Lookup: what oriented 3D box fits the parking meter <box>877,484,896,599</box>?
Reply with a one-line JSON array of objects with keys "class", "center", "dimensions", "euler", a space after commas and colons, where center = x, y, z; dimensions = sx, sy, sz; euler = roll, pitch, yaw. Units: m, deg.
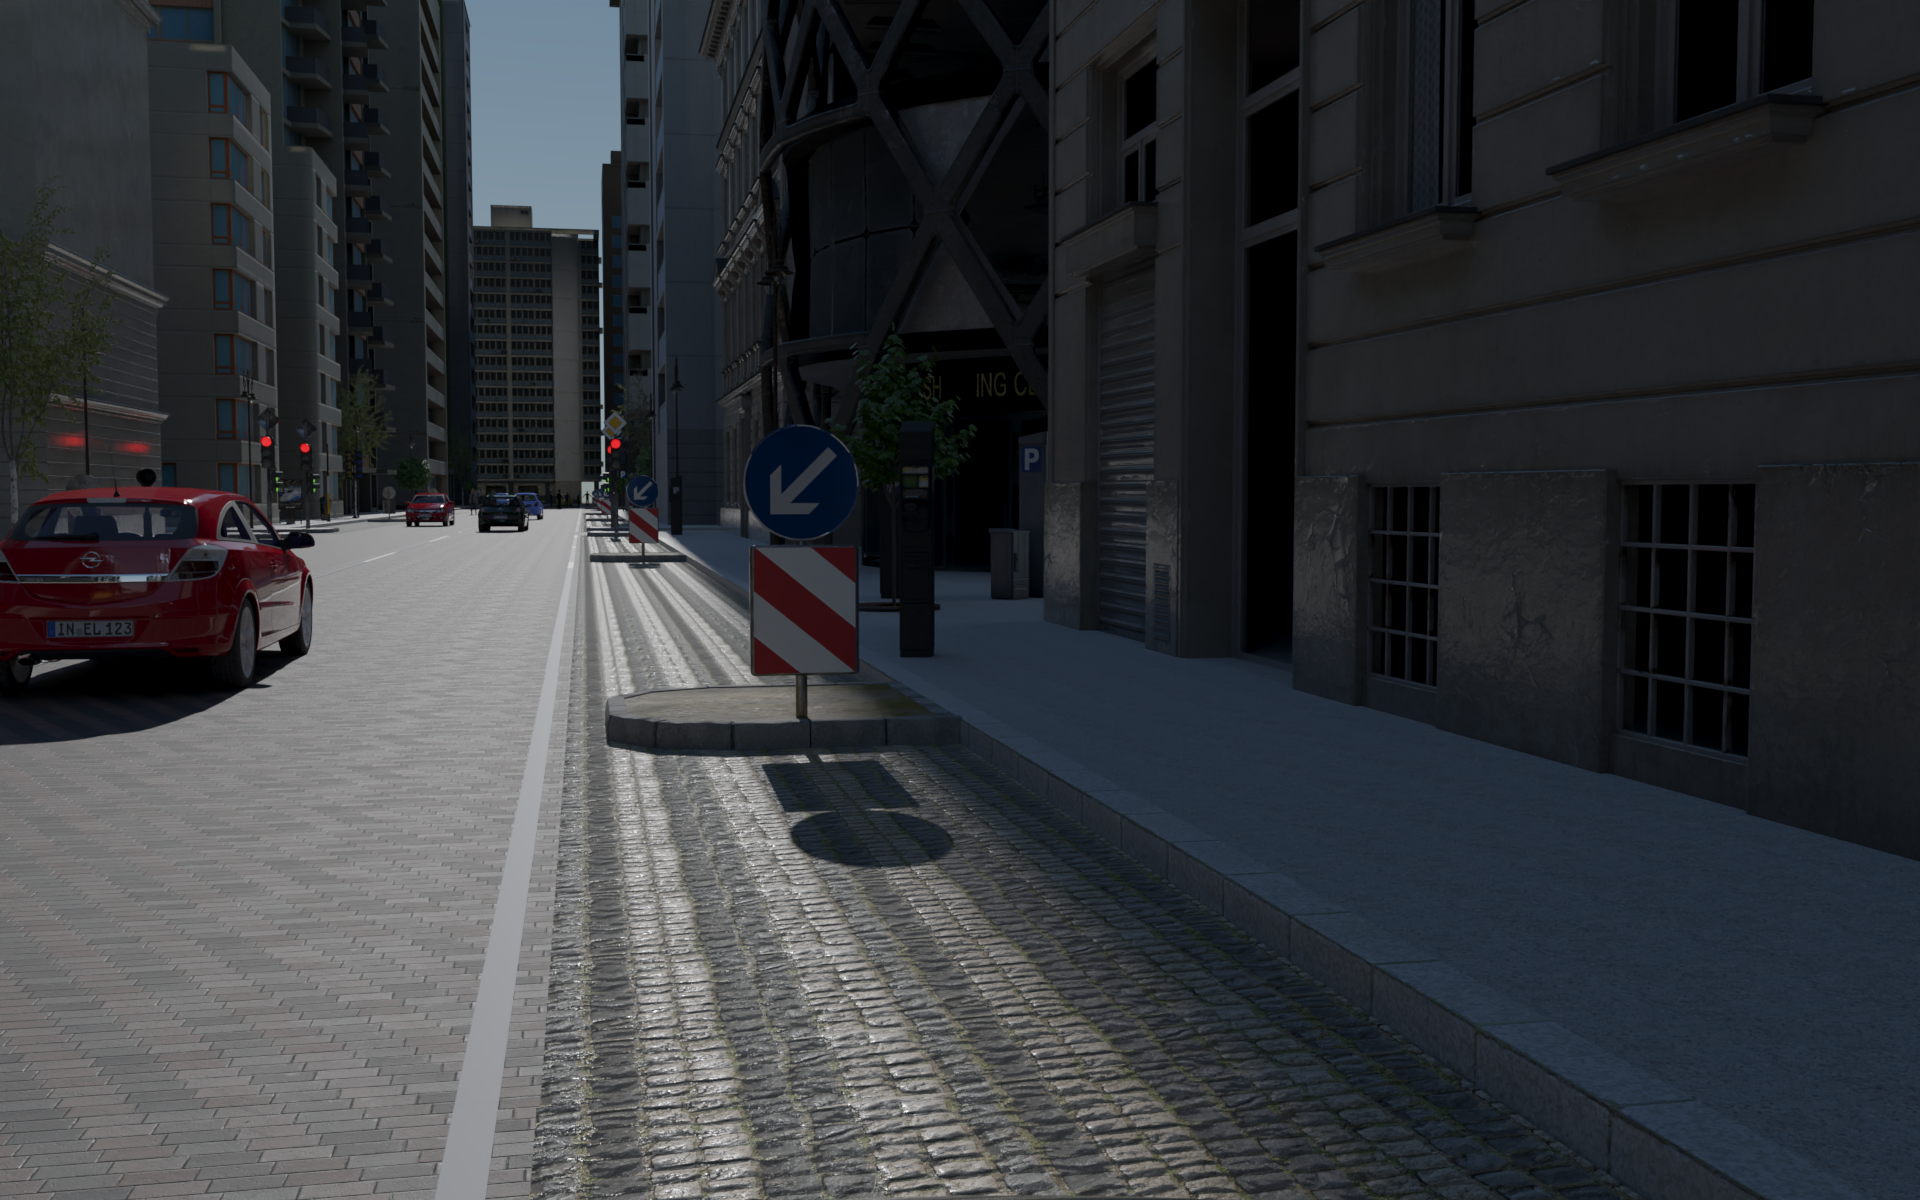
[{"class": "parking meter", "center": [-0.800, -0.952, 21.284], "dimensions": [0.399, 1.863, 0.255], "euler": [1, 4, 15]}]

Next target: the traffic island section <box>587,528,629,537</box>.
[{"class": "traffic island section", "center": [-11.657, -2.240, 58.902], "dimensions": [2.009, 0.180, 2.903], "euler": [-1, 4, -12]}]

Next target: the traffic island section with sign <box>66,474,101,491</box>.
[{"class": "traffic island section with sign", "center": [-17.351, -1.560, 34.137], "dimensions": [1.989, 1.847, 2.006], "euler": [-1, 4, -12]}]

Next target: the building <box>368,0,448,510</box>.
[{"class": "building", "center": [-55.086, -31.874, 144.838], "dimensions": [21.300, 48.544, 21.600], "euler": [-1, 4, -12]}]

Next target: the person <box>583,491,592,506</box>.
[{"class": "person", "center": [-45.354, -12.378, 210.835], "dimensions": [1.348, 1.831, 0.705], "euler": [-2, 4, -32]}]

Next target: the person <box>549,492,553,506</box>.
[{"class": "person", "center": [-47.991, -11.844, 202.950], "dimensions": [0.742, 1.727, 0.445], "euler": [3, 4, 38]}]

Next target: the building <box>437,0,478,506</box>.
[{"class": "building", "center": [-70.246, -40.092, 197.495], "dimensions": [28.212, 58.520, 21.231], "euler": [-1, 4, -12]}]

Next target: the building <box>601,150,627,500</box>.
[{"class": "building", "center": [-40.057, -35.462, 229.915], "dimensions": [14.200, 45.320, 14.600], "euler": [-1, 4, -12]}]

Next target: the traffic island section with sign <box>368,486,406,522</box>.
[{"class": "traffic island section with sign", "center": [-29.223, -4.900, 88.741], "dimensions": [1.989, 1.847, 2.006], "euler": [-1, 4, -12]}]

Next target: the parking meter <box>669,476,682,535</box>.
[{"class": "parking meter", "center": [-8.914, -2.972, 54.310], "dimensions": [0.399, 1.863, 0.255], "euler": [-1, 4, -10]}]

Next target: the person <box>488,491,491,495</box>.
[{"class": "person", "center": [-50.110, -10.746, 184.911], "dimensions": [1.217, 1.743, 0.721], "euler": [-1, 4, -18]}]

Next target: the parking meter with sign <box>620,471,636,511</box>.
[{"class": "parking meter with sign", "center": [-24.959, -8.243, 131.031], "dimensions": [0.543, 3.016, 1.738], "euler": [2, 4, 25]}]

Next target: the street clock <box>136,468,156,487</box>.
[{"class": "street clock", "center": [-22.867, -2.700, 48.714], "dimensions": [0.358, 2.002, 0.471], "euler": [3, 5, 42]}]

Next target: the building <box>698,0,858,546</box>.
[{"class": "building", "center": [-1.678, -11.395, 50.937], "dimensions": [10.561, 19.102, 19.286], "euler": [-1, 4, -12]}]

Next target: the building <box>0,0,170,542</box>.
[{"class": "building", "center": [-40.411, -13.819, 45.018], "dimensions": [34.723, 24.649, 14.460], "euler": [-1, 4, -12]}]

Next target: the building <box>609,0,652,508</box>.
[{"class": "building", "center": [-17.967, -35.117, 163.399], "dimensions": [28.713, 52.752, 27.495], "euler": [-1, 4, -12]}]

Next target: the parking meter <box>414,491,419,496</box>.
[{"class": "parking meter", "center": [-43.113, -7.890, 137.405], "dimensions": [0.372, 1.533, 0.369], "euler": [0, 3, 0]}]

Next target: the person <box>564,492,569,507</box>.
[{"class": "person", "center": [-43.052, -10.978, 189.460], "dimensions": [0.415, 1.643, 0.593], "euler": [2, 4, 29]}]

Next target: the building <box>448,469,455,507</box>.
[{"class": "building", "center": [-59.624, -44.432, 164.720], "dimensions": [20.563, 71.187, 20.611], "euler": [-1, 4, -12]}]

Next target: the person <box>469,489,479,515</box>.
[{"class": "person", "center": [-33.238, -6.722, 118.585], "dimensions": [0.709, 1.800, 0.728], "euler": [1, 4, 8]}]

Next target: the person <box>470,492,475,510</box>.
[{"class": "person", "center": [-43.318, -8.851, 154.023], "dimensions": [0.445, 1.727, 0.742], "euler": [0, 4, 4]}]

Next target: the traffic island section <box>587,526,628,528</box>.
[{"class": "traffic island section", "center": [-13.354, -2.717, 66.706], "dimensions": [2.009, 0.180, 2.903], "euler": [-1, 4, -12]}]

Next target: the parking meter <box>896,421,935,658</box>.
[{"class": "parking meter", "center": [-0.339, -0.487, 13.679], "dimensions": [0.255, 1.863, 0.399], "euler": [0, 4, 3]}]

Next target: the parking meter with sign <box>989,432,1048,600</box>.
[{"class": "parking meter with sign", "center": [1.065, -1.550, 21.596], "dimensions": [0.543, 3.016, 1.738], "euler": [3, 5, 39]}]

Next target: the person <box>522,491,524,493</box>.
[{"class": "person", "center": [-45.390, -10.429, 179.732], "dimensions": [1.217, 1.735, 0.721], "euler": [-2, 4, -27]}]

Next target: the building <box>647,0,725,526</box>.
[{"class": "building", "center": [0.659, -32.729, 77.112], "dimensions": [28.212, 58.520, 21.231], "euler": [-1, 4, -12]}]

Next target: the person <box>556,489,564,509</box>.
[{"class": "person", "center": [-37.468, -9.414, 162.046], "dimensions": [0.705, 1.869, 1.348], "euler": [-3, 5, -43]}]

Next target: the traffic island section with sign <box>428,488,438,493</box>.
[{"class": "traffic island section with sign", "center": [-34.956, -6.511, 115.081], "dimensions": [1.989, 1.847, 2.006], "euler": [-1, 4, -12]}]

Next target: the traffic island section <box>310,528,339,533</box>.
[{"class": "traffic island section", "center": [-24.243, -2.573, 64.352], "dimensions": [2.009, 0.180, 2.903], "euler": [-1, 4, -12]}]

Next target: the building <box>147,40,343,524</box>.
[{"class": "building", "center": [-44.550, -14.256, 78.127], "dimensions": [27.650, 21.520, 28.899], "euler": [-1, 4, -12]}]

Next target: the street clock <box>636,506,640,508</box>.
[{"class": "street clock", "center": [-19.552, -6.150, 105.125], "dimensions": [0.471, 2.002, 0.358], "euler": [-3, 5, -41]}]

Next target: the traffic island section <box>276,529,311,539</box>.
[{"class": "traffic island section", "center": [-22.546, -2.096, 56.548], "dimensions": [2.009, 0.180, 2.903], "euler": [-1, 4, -12]}]

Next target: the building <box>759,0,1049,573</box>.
[{"class": "building", "center": [4.526, -10.128, 33.047], "dimensions": [16.820, 18.784, 16.811], "euler": [-1, 4, -12]}]

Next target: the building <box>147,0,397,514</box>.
[{"class": "building", "center": [-49.802, -28.093, 113.951], "dimensions": [22.147, 44.769, 28.867], "euler": [-1, 4, -12]}]

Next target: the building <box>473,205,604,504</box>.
[{"class": "building", "center": [-60.850, -33.269, 235.829], "dimensions": [23.993, 40.220, 32.217], "euler": [-1, 4, -12]}]

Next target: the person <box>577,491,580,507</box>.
[{"class": "person", "center": [-43.382, -11.455, 196.520], "dimensions": [0.721, 1.736, 1.217], "euler": [0, 4, -7]}]

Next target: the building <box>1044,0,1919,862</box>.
[{"class": "building", "center": [10.962, -10.471, 4.492], "dimensions": [16.112, 22.955, 30.059], "euler": [-1, 4, -12]}]

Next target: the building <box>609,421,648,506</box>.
[{"class": "building", "center": [-31.529, -46.928, 205.516], "dimensions": [20.563, 71.187, 20.611], "euler": [-1, 4, -12]}]
